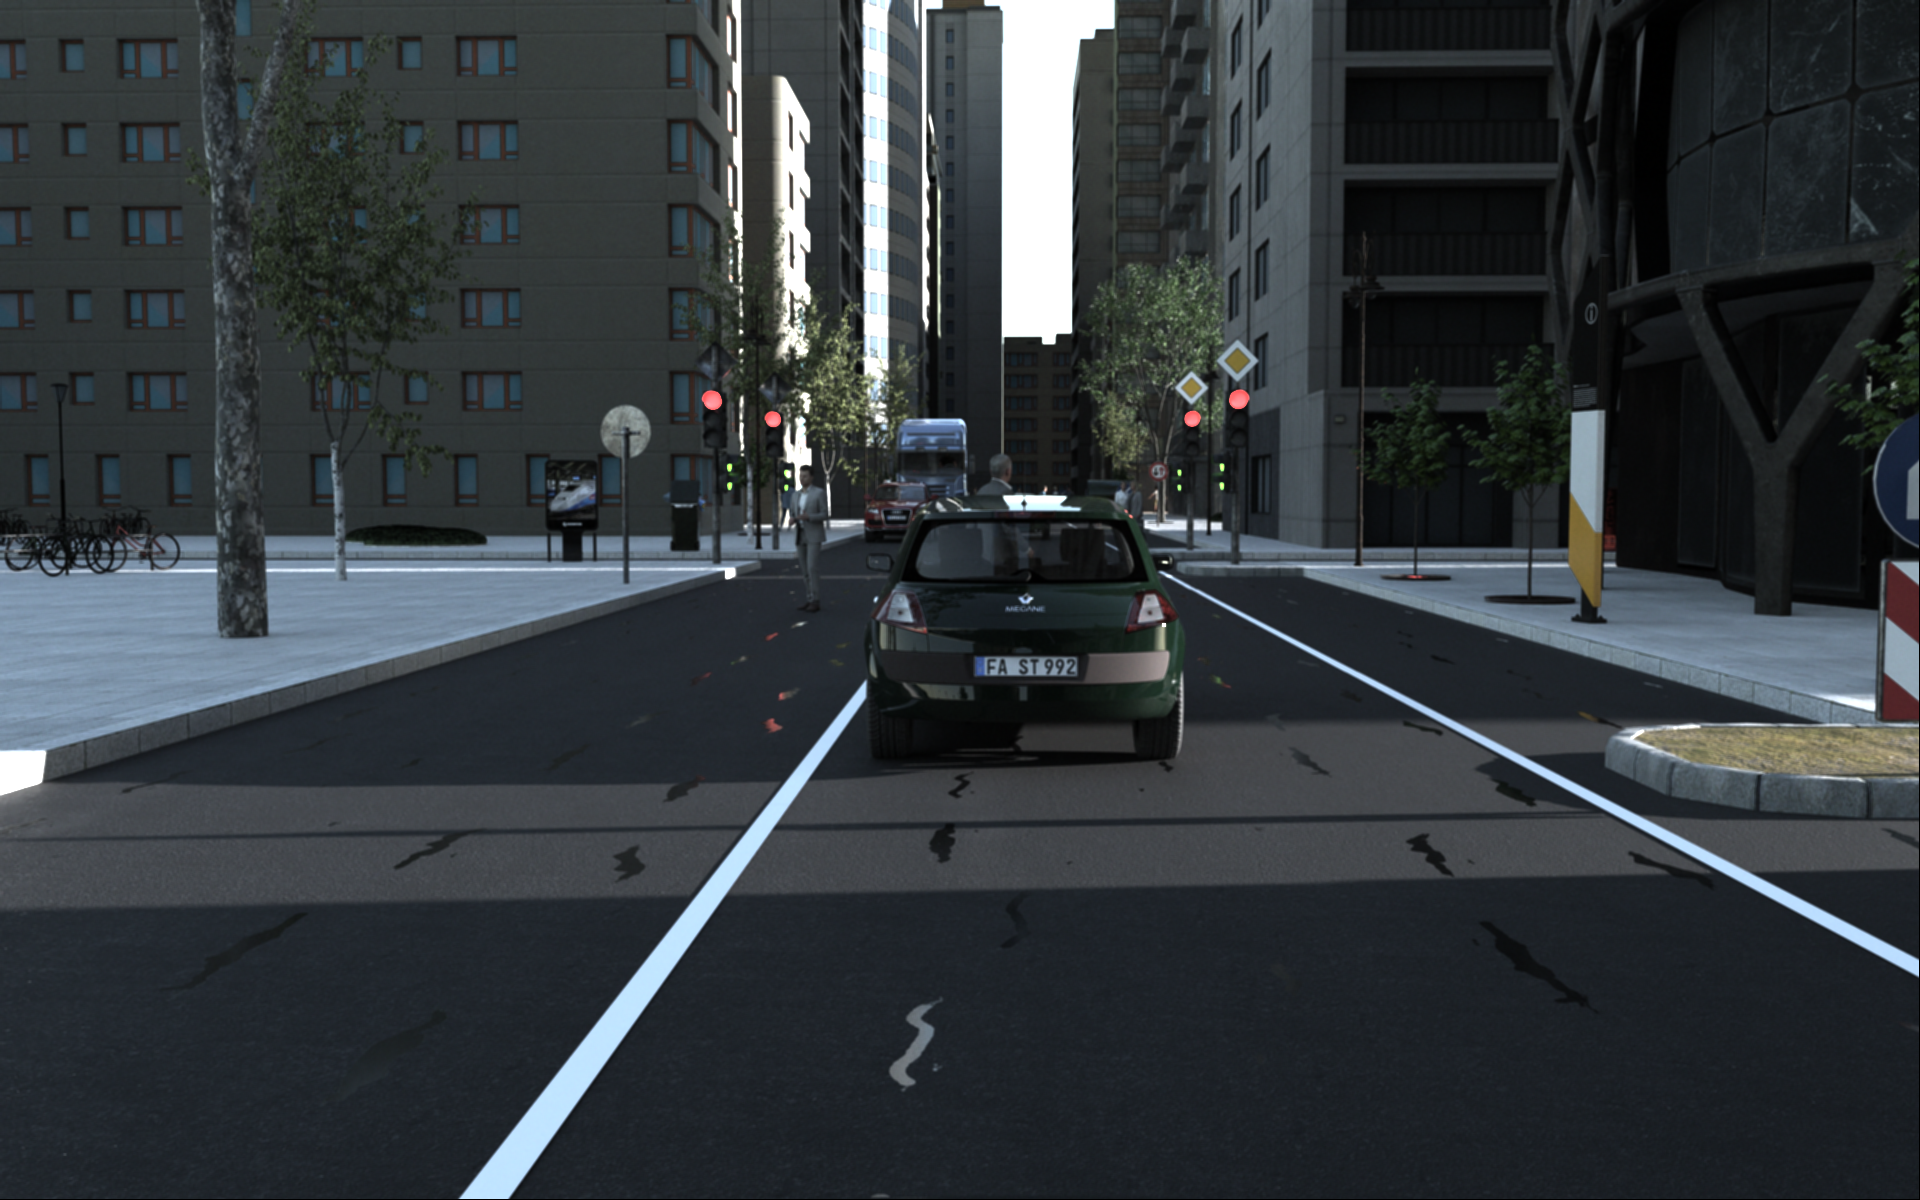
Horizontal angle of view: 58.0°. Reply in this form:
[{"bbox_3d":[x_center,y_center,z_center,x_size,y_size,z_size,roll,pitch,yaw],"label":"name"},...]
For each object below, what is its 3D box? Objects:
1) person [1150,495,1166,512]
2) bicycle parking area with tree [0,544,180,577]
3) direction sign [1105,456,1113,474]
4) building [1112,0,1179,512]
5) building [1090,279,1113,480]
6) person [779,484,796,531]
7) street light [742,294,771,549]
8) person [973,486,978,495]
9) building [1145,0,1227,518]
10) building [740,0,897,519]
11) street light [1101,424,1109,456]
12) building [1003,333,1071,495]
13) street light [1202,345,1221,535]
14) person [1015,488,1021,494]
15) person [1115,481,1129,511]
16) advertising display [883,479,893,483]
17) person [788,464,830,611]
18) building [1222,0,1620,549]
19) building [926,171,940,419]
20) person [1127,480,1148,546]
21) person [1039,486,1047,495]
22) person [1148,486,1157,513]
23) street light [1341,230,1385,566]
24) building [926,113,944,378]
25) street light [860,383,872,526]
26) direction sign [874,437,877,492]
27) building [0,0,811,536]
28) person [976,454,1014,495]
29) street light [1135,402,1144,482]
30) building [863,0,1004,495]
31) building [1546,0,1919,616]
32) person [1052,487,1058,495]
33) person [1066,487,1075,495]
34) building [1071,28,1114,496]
[{"bbox_3d":[13.850,-6.983,120.931,1.217,1.735,0.721,0,4,6],"label":"person"},{"bbox_3d":[-17.910,-2.449,27.049,8.231,4.147,9.016,2,4,32],"label":"bicycle parking area with tree"},{"bbox_3d":[8.843,-6.819,103.484,0.379,3.537,0.876,-1,4,-16],"label":"direction sign"},{"bbox_3d":[18.467,-27.348,130.734,14.154,41.232,14.086,0,4,2],"label":"building"},{"bbox_3d":[26.050,-18.847,153.186,27.650,21.520,28.899,0,4,2],"label":"building"},{"bbox_3d":[-5.963,-3.268,59.737,0.793,1.790,0.793,-2,4,-25],"label":"person"},{"bbox_3d":[-4.694,-4.123,40.200,0.468,5.910,1.993,0,4,2],"label":"street light"},{"bbox_3d":[0.885,-4.923,88.906,0.836,1.842,0.656,-1,4,-13],"label":"person"},{"bbox_3d":[23.184,-29.260,98.012,23.786,49.044,30.456,0,4,2],"label":"building"},{"bbox_3d":[-13.843,-40.336,97.752,20.563,71.187,20.611,0,4,2],"label":"building"},{"bbox_3d":[9.569,-8.647,114.161,0.468,5.910,1.993,0,4,2],"label":"street light"},{"bbox_3d":[19.767,-22.484,212.652,28.899,21.520,27.650,0,4,2],"label":"building"},{"bbox_3d":[7.751,-4.953,53.775,0.468,5.910,1.993,0,4,2],"label":"street light"},{"bbox_3d":[3.471,-5.749,102.728,0.478,1.798,0.641,0,4,-6],"label":"person"},{"bbox_3d":[4.661,-2.514,49.831,0.478,1.798,0.641,0,4,-4],"label":"person"},{"bbox_3d":[-3.179,-4.377,76.776,0.123,1.923,0.974,-1,4,-23],"label":"advertising display"},{"bbox_3d":[-1.921,-0.771,21.311,0.606,1.804,0.583,2,4,29],"label":"person"},{"bbox_3d":[19.094,-37.314,48.344,20.611,71.187,20.563,0,4,2],"label":"building"},{"bbox_3d":[-9.014,-23.174,150.602,14.160,30.474,14.107,0,4,2],"label":"building"},{"bbox_3d":[4.596,-2.218,44.944,0.728,1.800,0.709,-2,4,-27],"label":"person"},{"bbox_3d":[3.500,-3.986,74.010,0.444,1.785,0.601,-1,4,-18],"label":"person"},{"bbox_3d":[13.472,-6.913,119.074,1.348,1.824,0.705,-2,4,-35],"label":"person"},{"bbox_3d":[7.097,-3.539,30.644,0.468,5.910,1.993,0,4,2],"label":"street light"},{"bbox_3d":[-13.831,-29.451,173.411,23.993,40.220,32.217,0,4,2],"label":"building"},{"bbox_3d":[-3.832,-5.970,70.395,0.468,5.910,1.993,0,4,2],"label":"street light"},{"bbox_3d":[-3.345,-4.703,68.893,0.379,3.537,0.876,0,4,-8],"label":"direction sign"},{"bbox_3d":[-21.254,-13.562,66.780,27.650,21.520,28.899,0,4,2],"label":"building"},{"bbox_3d":[0.382,-0.375,15.031,0.834,1.777,0.661,-3,4,-37],"label":"person"},{"bbox_3d":[8.623,-6.800,83.969,0.468,5.910,1.993,0,4,2],"label":"street light"},{"bbox_3d":[-8.874,-40.799,209.067,28.212,58.520,21.231,0,4,2],"label":"building"},{"bbox_3d":[16.515,-9.427,21.584,16.820,18.784,16.811,0,4,2],"label":"building"},{"bbox_3d":[5.230,-5.264,94.452,0.818,1.842,0.514,0,4,-1],"label":"person"},{"bbox_3d":[6.360,-5.619,100.172,0.655,1.846,0.447,3,5,41],"label":"person"},{"bbox_3d":[22.476,-33.895,177.880,21.300,48.544,21.600,0,4,2],"label":"building"}]
